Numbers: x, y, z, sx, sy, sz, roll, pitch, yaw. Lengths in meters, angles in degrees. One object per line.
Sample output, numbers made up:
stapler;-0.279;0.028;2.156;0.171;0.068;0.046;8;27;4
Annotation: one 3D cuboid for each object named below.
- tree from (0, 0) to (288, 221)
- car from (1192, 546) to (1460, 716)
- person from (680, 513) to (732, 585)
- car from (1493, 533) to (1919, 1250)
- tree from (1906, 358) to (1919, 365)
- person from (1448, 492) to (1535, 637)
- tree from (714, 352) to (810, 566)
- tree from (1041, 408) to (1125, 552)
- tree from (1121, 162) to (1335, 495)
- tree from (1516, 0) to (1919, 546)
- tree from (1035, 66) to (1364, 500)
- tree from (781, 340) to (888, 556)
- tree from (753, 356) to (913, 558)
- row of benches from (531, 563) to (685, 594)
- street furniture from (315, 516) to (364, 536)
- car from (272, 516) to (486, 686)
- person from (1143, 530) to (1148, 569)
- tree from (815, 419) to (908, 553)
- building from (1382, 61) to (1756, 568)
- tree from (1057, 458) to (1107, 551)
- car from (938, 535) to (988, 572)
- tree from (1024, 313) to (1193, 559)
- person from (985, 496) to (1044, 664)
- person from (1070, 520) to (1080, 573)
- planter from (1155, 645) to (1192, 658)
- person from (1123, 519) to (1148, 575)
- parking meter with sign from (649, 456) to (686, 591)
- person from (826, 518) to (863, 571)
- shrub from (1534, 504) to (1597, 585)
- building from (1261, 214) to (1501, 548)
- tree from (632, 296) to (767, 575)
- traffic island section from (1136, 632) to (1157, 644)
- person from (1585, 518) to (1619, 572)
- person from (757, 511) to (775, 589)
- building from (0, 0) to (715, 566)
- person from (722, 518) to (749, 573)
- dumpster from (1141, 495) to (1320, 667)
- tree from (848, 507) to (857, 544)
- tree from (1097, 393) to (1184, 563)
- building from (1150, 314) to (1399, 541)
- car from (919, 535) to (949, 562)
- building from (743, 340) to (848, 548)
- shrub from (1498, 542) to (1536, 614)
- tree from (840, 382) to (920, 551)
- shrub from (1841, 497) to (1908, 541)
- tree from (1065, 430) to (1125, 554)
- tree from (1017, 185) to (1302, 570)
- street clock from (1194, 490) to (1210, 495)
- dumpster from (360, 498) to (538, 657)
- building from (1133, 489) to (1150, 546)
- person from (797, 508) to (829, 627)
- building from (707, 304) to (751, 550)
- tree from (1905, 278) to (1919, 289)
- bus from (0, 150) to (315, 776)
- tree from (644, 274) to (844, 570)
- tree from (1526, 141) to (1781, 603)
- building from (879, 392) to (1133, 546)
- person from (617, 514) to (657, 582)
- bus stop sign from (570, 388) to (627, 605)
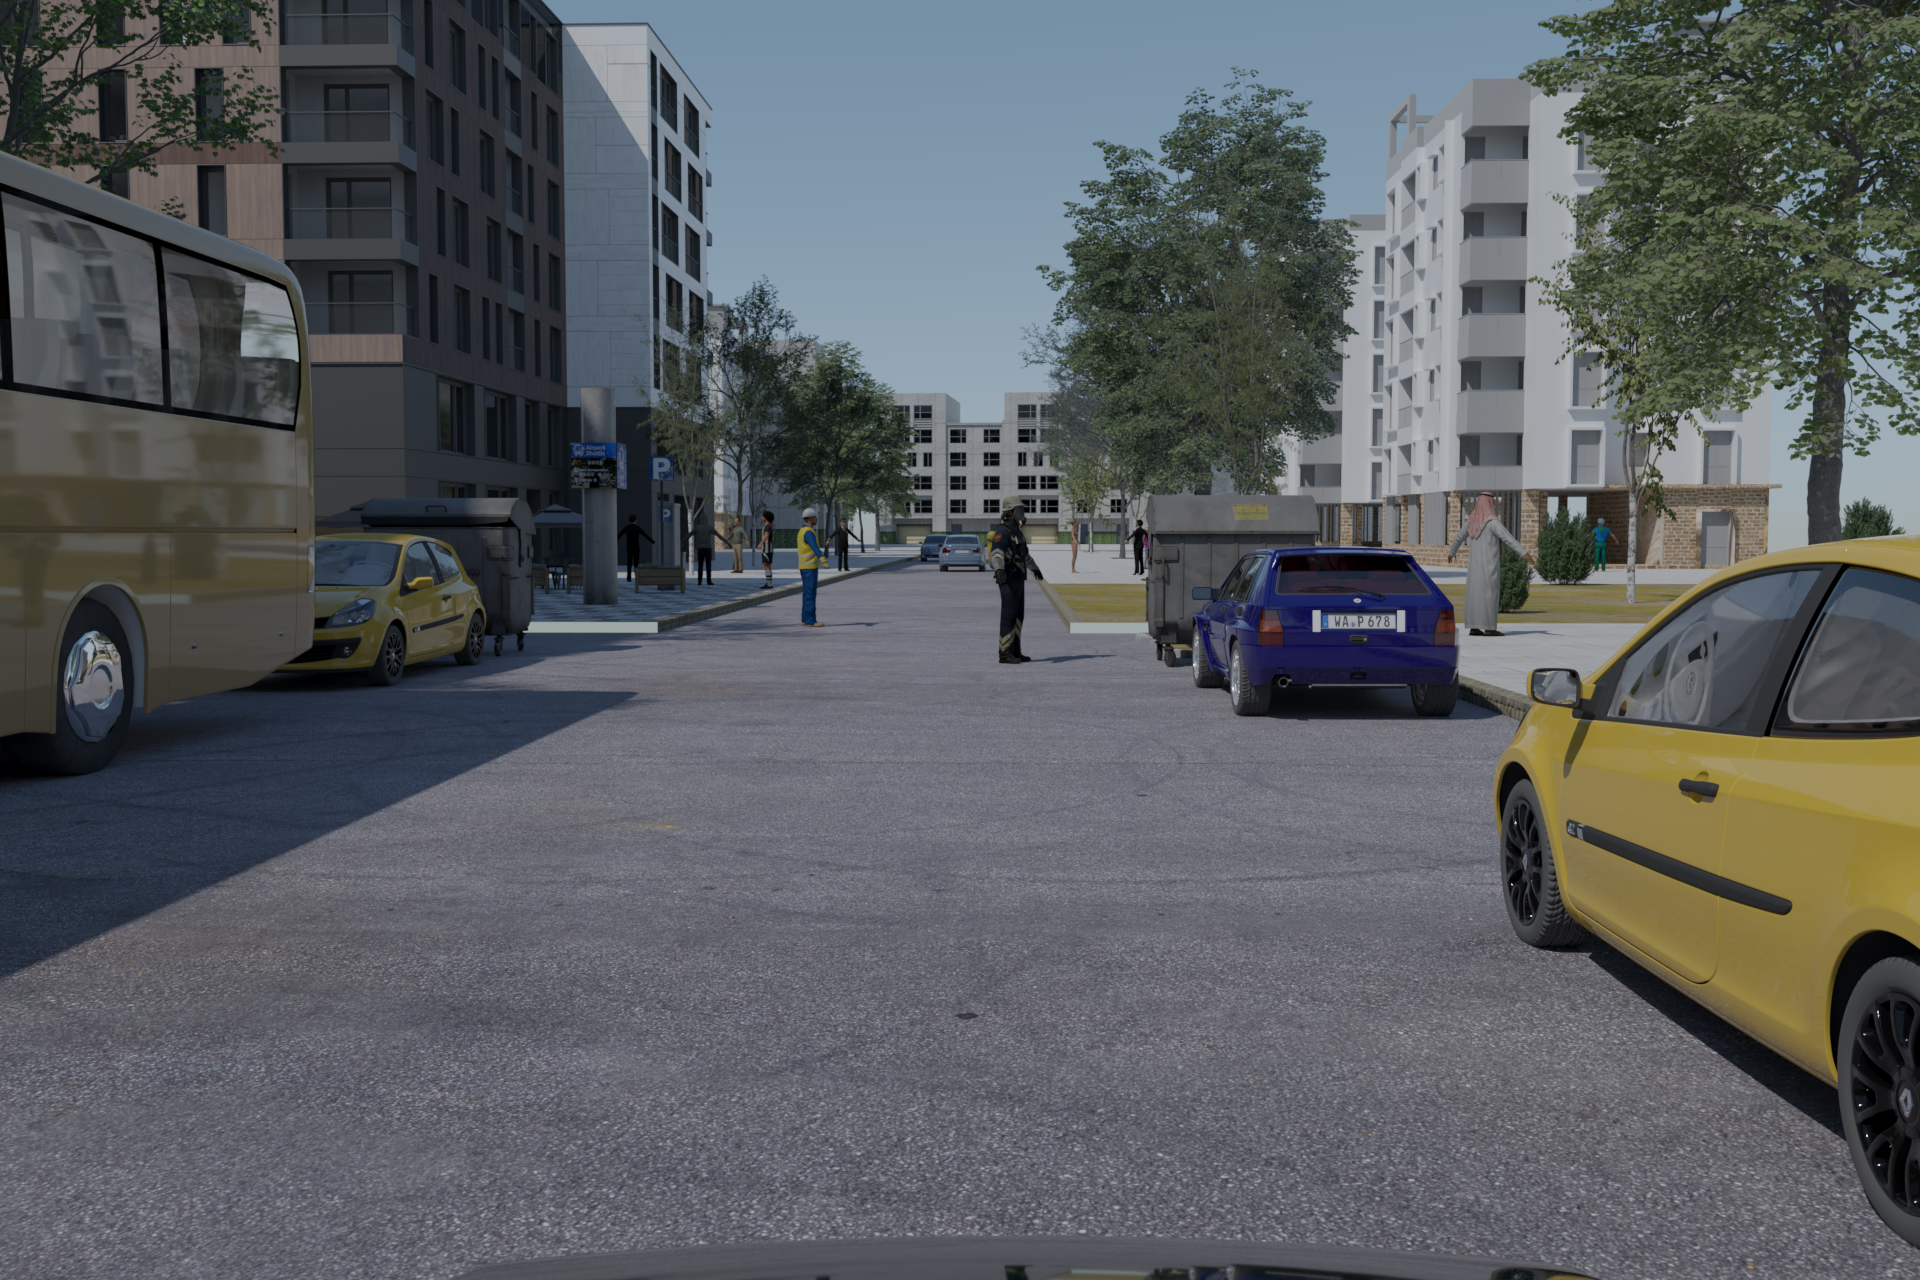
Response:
tree;-11.595;-5.772;20.130;9.928;11.665;9.643;0;3;0
car;3.039;-0.147;14.983;1.945;1.354;3.894;0;4;1
person;-6.396;-2.280;43.404;1.348;1.813;0.705;0;4;5
car;2.770;0.329;4.846;2.015;1.641;3.980;0;4;1
tree;28.345;-8.286;42.127;9.857;13.997;8.962;0;3;0
person;6.617;-0.957;21.788;0.704;1.811;1.347;-2;4;-32
tree;-8.474;-7.262;69.096;4.360;8.622;3.978;0;3;0
tree;9.418;-11.998;121.928;9.928;11.665;9.643;0;3;0
tree;5.784;-5.140;34.396;4.360;8.622;3.978;0;3;0
tree;9.784;-6.162;18.874;7.486;12.596;7.792;0;3;0
tree;6.885;-8.716;49.157;9.857;13.997;8.962;0;3;0
tree;-7.543;-11.234;101.808;7.486;12.596;7.792;0;3;0
tree;-6.962;-9.583;91.092;8.767;10.594;7.601;-2;4;-27
row of benches;-8.015;-1.336;37.314;4.104;0.672;1.422;-1;4;-11
street furniture;-15.376;-2.226;43.244;11.010;1.723;9.812;-2;4;-26
car;-6.147;-0.449;17.558;2.015;1.641;3.980;0;4;1
person;6.851;-3.275;62.812;0.599;1.433;0.991;-2;4;-31
tree;-6.934;-11.222;117.898;7.601;10.594;8.767;1;4;13
building;23.935;-13.422;75.873;16.016;20.090;11.380;0;4;1
tree;9.057;-11.039;130.856;4.737;8.622;4.395;0;3;0
car;0.121;-3.363;66.993;2.014;1.417;4.499;0;4;2
tree;8.542;-10.961;89.584;12.009;13.543;11.850;0;3;0
person;0.605;-0.673;19.245;0.705;1.856;1.354;1;4;22
person;3.868;-3.089;57.310;0.721;1.733;1.217;0;4;7
planter;3.368;0.021;20.796;1.991;0.319;1.994;0;4;2
person;5.532;-2.898;54.102;1.216;1.740;0.721;-3;5;-42
parking meter with sign;-6.656;-2.657;39.700;0.543;3.016;1.738;0;4;2
person;-4.012;-3.286;59.658;1.347;1.837;0.705;-2;4;-26
shrub;15.172;-2.385;43.415;1.690;2.028;1.600;0;3;0
building;23.452;-15.157;104.236;16.016;20.090;11.380;0;4;1
tree;-8.467;-6.342;54.052;4.360;8.622;3.978;0;3;0
traffic island section;3.373;-0.017;23.151;1.991;0.108;1.994;0;4;1
person;21.865;-3.245;59.180;1.347;1.817;0.704;0;4;-1
person;-4.529;-2.102;40.514;0.704;1.843;1.345;0;4;2
building;-26.466;-13.701;67.986;27.936;21.610;32.646;0;4;2
person;-7.302;-3.091;56.808;1.348;1.796;0.705;3;5;44
dumpster;2.964;-0.664;19.080;1.865;1.857;1.264;0;4;1
tree;-13.834;-16.459;219.461;4.737;8.622;4.395;0;3;0
tree;7.858;-7.777;77.515;4.360;8.622;3.978;0;3;0
building;26.189;-19.288;146.291;19.493;23.208;18.063;0;4;2
car;-1.157;-4.857;91.408;2.014;1.417;4.499;0;4;1
building;-21.056;-18.787;173.622;16.747;18.905;31.486;0;4;2
shrub;8.802;-1.036;28.062;1.383;1.207;1.383;0;3;0
tree;-6.570;-12.933;129.589;7.486;12.596;7.792;0;3;0
shrub;18.573;-1.928;35.559;1.661;2.075;1.752;0;3;0
tree;8.407;-9.754;109.834;4.737;8.622;4.395;0;3;0
tree;7.200;-9.286;62.189;12.009;13.543;11.850;0;3;0
street clock;3.952;-1.453;28.331;0.358;2.002;0.471;0;4;2
dumpster;-6.100;-0.764;20.707;1.865;1.857;1.264;0;4;1
building;28.579;-19.863;191.221;16.747;18.905;31.486;0;4;2
person;-2.299;-1.126;26.830;0.705;1.833;1.349;-1;4;-19
building;-24.155;-17.567;143.643;16.016;20.090;11.380;0;4;1
tree;20.092;-6.778;28.941;7.486;12.596;7.792;0;3;0
bus;-6.401;-0.974;7.475;2.896;3.916;12.252;0;4;1
tree;-7.640;-7.778;61.579;7.601;10.594;8.767;-1;4;-13
tree;12.721;-4.988;31.916;4.737;8.622;4.395;0;3;0
building;6.398;-21.644;222.788;31.486;18.905;16.747;0;4;6
person;-8.735;-2.457;46.356;1.347;1.806;0.705;1;4;14
bus stop sign;-6.556;-2.597;31.470;0.837;3.901;0.837;0;4;1
